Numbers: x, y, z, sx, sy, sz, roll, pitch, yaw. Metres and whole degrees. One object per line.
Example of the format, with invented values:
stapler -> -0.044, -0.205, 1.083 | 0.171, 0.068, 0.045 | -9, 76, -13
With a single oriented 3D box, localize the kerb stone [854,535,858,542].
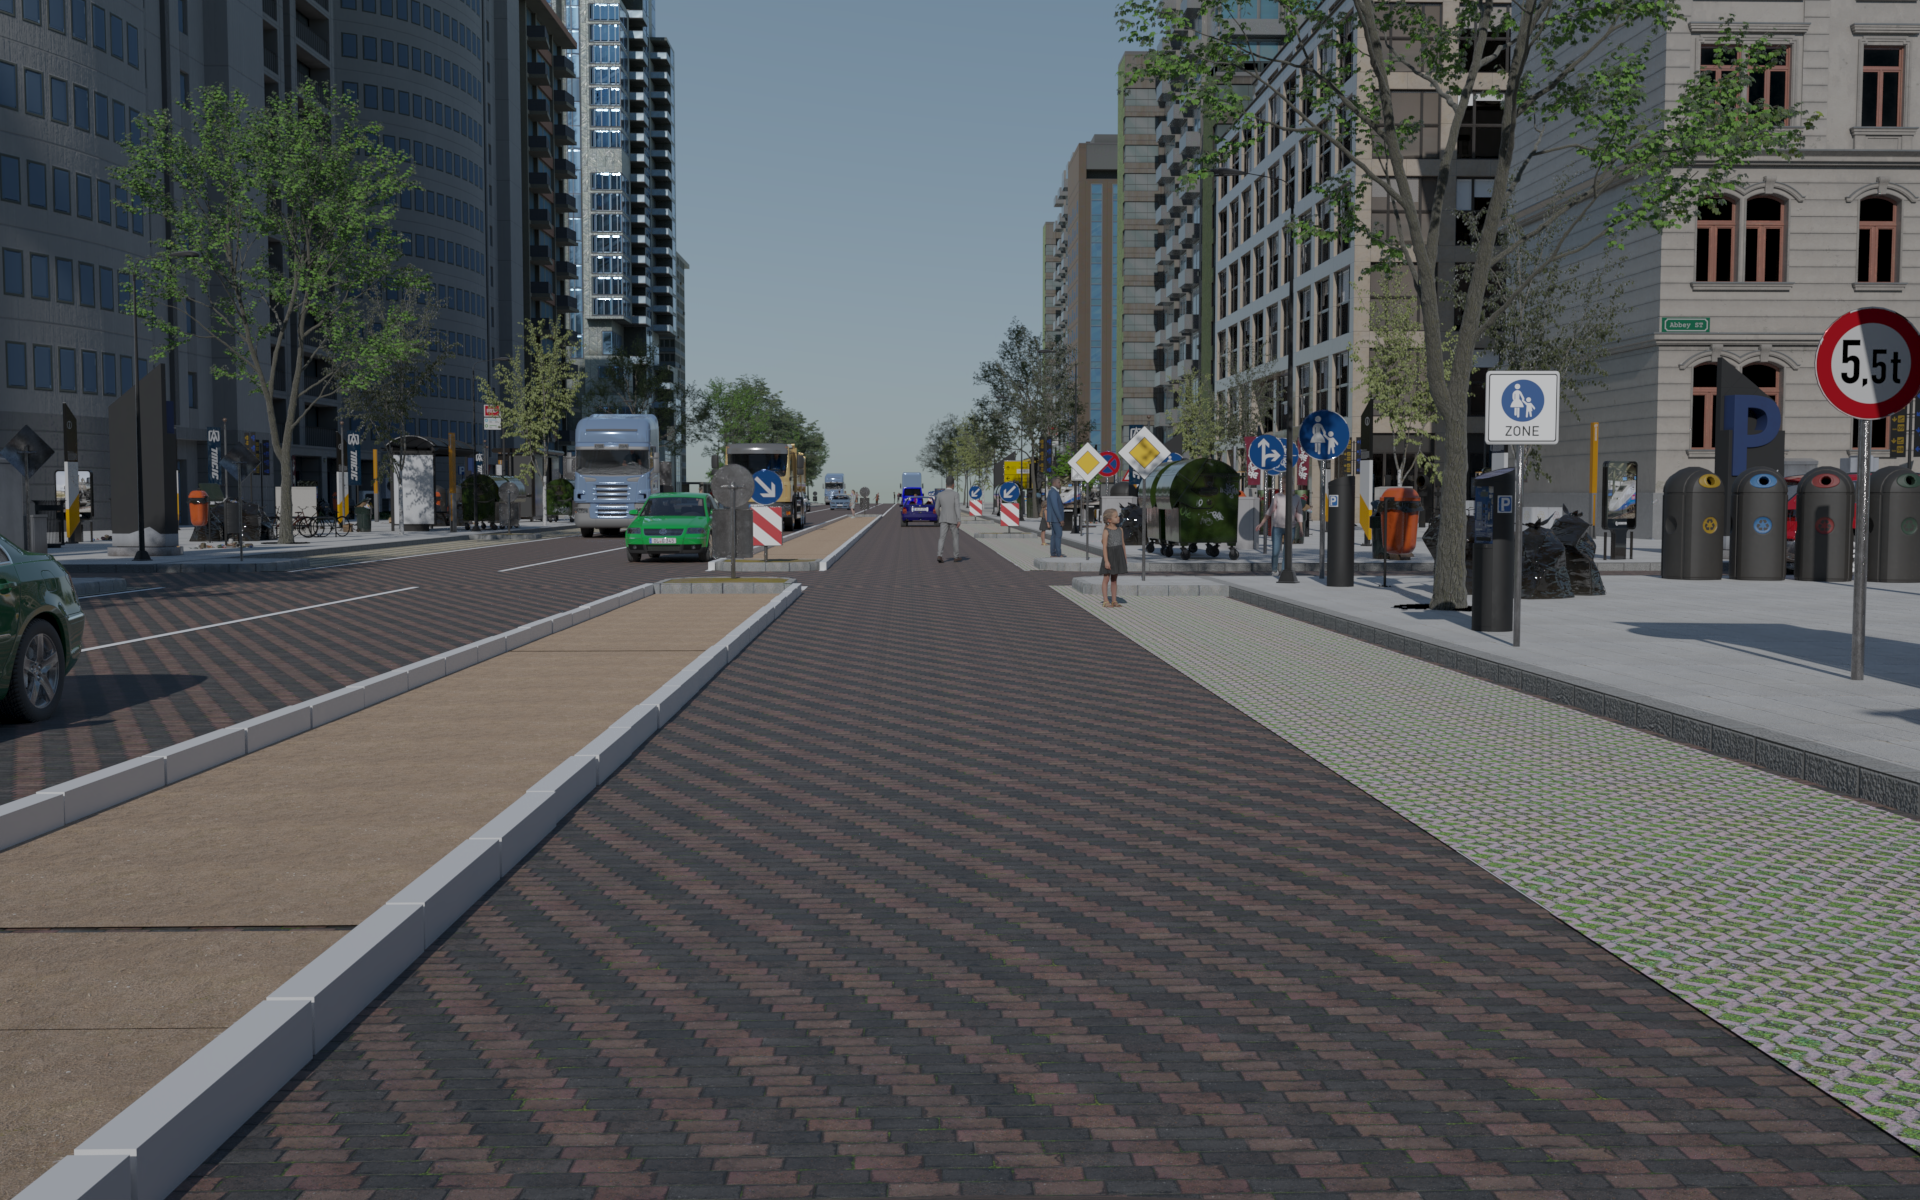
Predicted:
kerb stone -> -3.132, -1.723, 50.515 | 0.120, 0.150, 1.000 | 0, 4, -2

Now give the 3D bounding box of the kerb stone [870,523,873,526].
kerb stone -> -3.752, -2.986, 71.019 | 0.120, 0.150, 1.000 | 0, 4, -2

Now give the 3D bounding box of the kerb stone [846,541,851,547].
kerb stone -> -2.942, -1.356, 44.365 | 0.120, 0.150, 1.000 | 0, 4, -2

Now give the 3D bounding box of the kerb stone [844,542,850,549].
kerb stone -> -2.905, -1.293, 43.343 | 0.120, 0.150, 1.000 | 0, 4, -2

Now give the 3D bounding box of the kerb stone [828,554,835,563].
kerb stone -> -2.666, -0.789, 35.157 | 0.120, 0.150, 1.000 | 0, 4, -2

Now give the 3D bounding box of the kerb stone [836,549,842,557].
kerb stone -> -2.750, -0.981, 38.227 | 0.120, 0.150, 1.000 | 0, 4, -2

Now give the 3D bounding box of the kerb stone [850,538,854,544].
kerb stone -> -3.035, -1.544, 47.436 | 0.120, 0.150, 1.000 | 0, 4, -2

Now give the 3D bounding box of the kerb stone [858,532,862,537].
kerb stone -> -3.256, -1.983, 54.611 | 0.120, 0.150, 1.000 | 0, 4, -2

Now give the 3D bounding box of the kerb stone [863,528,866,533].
kerb stone -> -3.410, -2.295, 59.732 | 0.120, 0.150, 1.000 | 0, 4, -2

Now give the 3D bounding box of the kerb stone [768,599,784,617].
kerb stone -> -2.192, 0.121, 20.307 | 0.120, 0.150, 1.000 | 0, 4, -2

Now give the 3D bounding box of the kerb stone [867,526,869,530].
kerb stone -> -3.571, -2.610, 64.873 | 0.120, 0.150, 1.000 | 0, 4, -2

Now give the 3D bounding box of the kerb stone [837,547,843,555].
kerb stone -> -2.782, -1.043, 39.250 | 0.120, 0.150, 1.000 | 0, 4, -2

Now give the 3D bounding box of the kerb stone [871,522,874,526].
kerb stone -> -3.824, -3.111, 73.065 | 0.120, 0.150, 1.000 | 0, 4, -2

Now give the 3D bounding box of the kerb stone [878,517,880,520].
kerb stone -> -4.305, -4.053, 88.455 | 0.120, 0.150, 1.000 | 0, 4, -2

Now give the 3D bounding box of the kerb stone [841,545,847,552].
kerb stone -> -2.843, -1.168, 41.299 | 0.120, 0.150, 1.000 | 0, 4, -2

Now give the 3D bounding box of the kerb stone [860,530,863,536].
kerb stone -> -3.322, -2.108, 56.656 | 0.120, 0.150, 1.000 | 0, 4, -2

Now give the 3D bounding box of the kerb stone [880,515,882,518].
kerb stone -> -4.516, -4.483, 95.635 | 0.120, 0.150, 1.000 | 0, 4, -2

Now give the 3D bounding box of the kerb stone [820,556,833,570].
kerb stone -> -2.627, -0.730, 34.136 | 0.120, 0.150, 1.000 | 0, 4, -2

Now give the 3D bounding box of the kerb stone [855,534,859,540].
kerb stone -> -3.164, -1.794, 51.536 | 0.120, 0.150, 1.000 | 0, 4, -2

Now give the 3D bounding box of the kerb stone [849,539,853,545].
kerb stone -> -3.004, -1.481, 46.415 | 0.120, 0.150, 1.000 | 0, 4, -2

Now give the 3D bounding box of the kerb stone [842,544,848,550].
kerb stone -> -2.879, -1.226, 42.320 | 0.120, 0.150, 1.000 | 0, 4, -2

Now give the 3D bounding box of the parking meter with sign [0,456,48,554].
parking meter with sign -> -19.101, -2.342, 34.553 | 0.543, 3.016, 1.738 | 1, 4, 19

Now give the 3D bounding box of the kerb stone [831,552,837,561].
kerb stone -> -2.695, -0.855, 36.179 | 0.120, 0.150, 1.000 | 0, 4, -2

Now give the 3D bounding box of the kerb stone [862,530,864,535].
kerb stone -> -3.343, -2.170, 57.682 | 0.120, 0.150, 1.000 | 0, 4, -2

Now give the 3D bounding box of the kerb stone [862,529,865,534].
kerb stone -> -3.376, -2.233, 58.711 | 0.120, 0.150, 1.000 | 0, 4, -2

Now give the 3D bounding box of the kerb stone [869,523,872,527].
kerb stone -> -3.734, -2.924, 69.997 | 0.120, 0.150, 1.000 | 0, 4, -2

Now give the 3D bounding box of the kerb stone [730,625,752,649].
kerb stone -> -2.076, 0.366, 16.207 | 0.120, 0.150, 1.000 | 0, 4, -2

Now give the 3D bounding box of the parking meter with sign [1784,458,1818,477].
parking meter with sign -> 17.740, -2.470, 36.650 | 1.738, 3.016, 0.543 | 0, 4, 6

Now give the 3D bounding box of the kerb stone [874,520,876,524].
kerb stone -> -3.984, -3.424, 78.199 | 0.120, 0.150, 1.000 | 0, 4, -2

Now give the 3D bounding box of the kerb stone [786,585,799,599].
kerb stone -> -2.296, -0.070, 23.372 | 0.120, 0.150, 1.000 | 0, 4, -2

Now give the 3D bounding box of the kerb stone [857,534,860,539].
kerb stone -> -3.190, -1.849, 52.559 | 0.120, 0.150, 1.000 | 0, 4, -2

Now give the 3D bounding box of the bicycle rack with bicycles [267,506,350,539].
bicycle rack with bicycles -> -19.492, -2.316, 51.251 | 2.925, 0.926, 2.852 | -3, 5, -42

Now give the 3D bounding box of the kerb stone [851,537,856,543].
kerb stone -> -3.066, -1.607, 48.466 | 0.120, 0.150, 1.000 | 0, 4, -2

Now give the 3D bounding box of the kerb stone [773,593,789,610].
kerb stone -> -2.232, 0.053, 21.328 | 0.120, 0.150, 1.000 | 0, 4, -2

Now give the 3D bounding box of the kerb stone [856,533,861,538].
kerb stone -> -3.223, -1.916, 53.582 | 0.120, 0.150, 1.000 | 0, 4, -2

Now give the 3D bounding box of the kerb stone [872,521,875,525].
kerb stone -> -3.880, -3.237, 75.115 | 0.120, 0.150, 1.000 | 0, 4, -2

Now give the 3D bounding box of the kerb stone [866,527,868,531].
kerb stone -> -3.508, -2.482, 62.810 | 0.120, 0.150, 1.000 | 0, 4, -2

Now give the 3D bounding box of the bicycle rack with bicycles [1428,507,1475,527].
bicycle rack with bicycles -> 14.432, -2.137, 48.322 | 2.852, 0.926, 2.925 | 0, 4, 6

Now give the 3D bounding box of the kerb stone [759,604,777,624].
kerb stone -> -2.169, 0.178, 19.279 | 0.120, 0.150, 1.000 | 0, 4, -2

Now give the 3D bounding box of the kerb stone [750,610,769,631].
kerb stone -> -2.138, 0.241, 18.256 | 0.120, 0.150, 1.000 | 0, 4, -2

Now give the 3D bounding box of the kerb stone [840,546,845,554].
kerb stone -> -2.816, -1.106, 40.277 | 0.120, 0.150, 1.000 | 0, 4, -2

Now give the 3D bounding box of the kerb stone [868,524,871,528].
kerb stone -> -3.674, -2.799, 67.954 | 0.120, 0.150, 1.000 | 0, 4, -2

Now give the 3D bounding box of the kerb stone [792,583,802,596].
kerb stone -> -2.324, -0.134, 24.404 | 0.120, 0.150, 1.000 | 0, 4, -2

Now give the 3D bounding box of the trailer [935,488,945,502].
trailer -> -2.049, -10.216, 174.074 | 1.471, 1.999, 3.904 | 0, 4, -3

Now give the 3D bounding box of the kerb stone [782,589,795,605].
kerb stone -> -2.258, -0.003, 22.351 | 0.120, 0.150, 1.000 | 0, 4, -2

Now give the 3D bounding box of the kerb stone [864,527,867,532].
kerb stone -> -3.476, -2.421, 61.784 | 0.120, 0.150, 1.000 | 0, 4, -2

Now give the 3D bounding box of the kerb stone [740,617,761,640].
kerb stone -> -2.108, 0.305, 17.234 | 0.120, 0.150, 1.000 | 0, 4, -2

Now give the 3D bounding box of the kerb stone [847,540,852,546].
kerb stone -> -2.973, -1.419, 45.393 | 0.120, 0.150, 1.000 | 0, 4, -2

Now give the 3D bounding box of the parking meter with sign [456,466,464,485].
parking meter with sign -> -30.931, -6.761, 106.810 | 0.543, 3.016, 1.738 | 0, 4, 3

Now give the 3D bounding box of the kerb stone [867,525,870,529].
kerb stone -> -3.601, -2.671, 65.899 | 0.120, 0.150, 1.000 | 0, 4, -2

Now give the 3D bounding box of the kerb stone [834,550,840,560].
kerb stone -> -2.718, -0.918, 37.200 | 0.120, 0.150, 1.000 | 0, 4, -2
